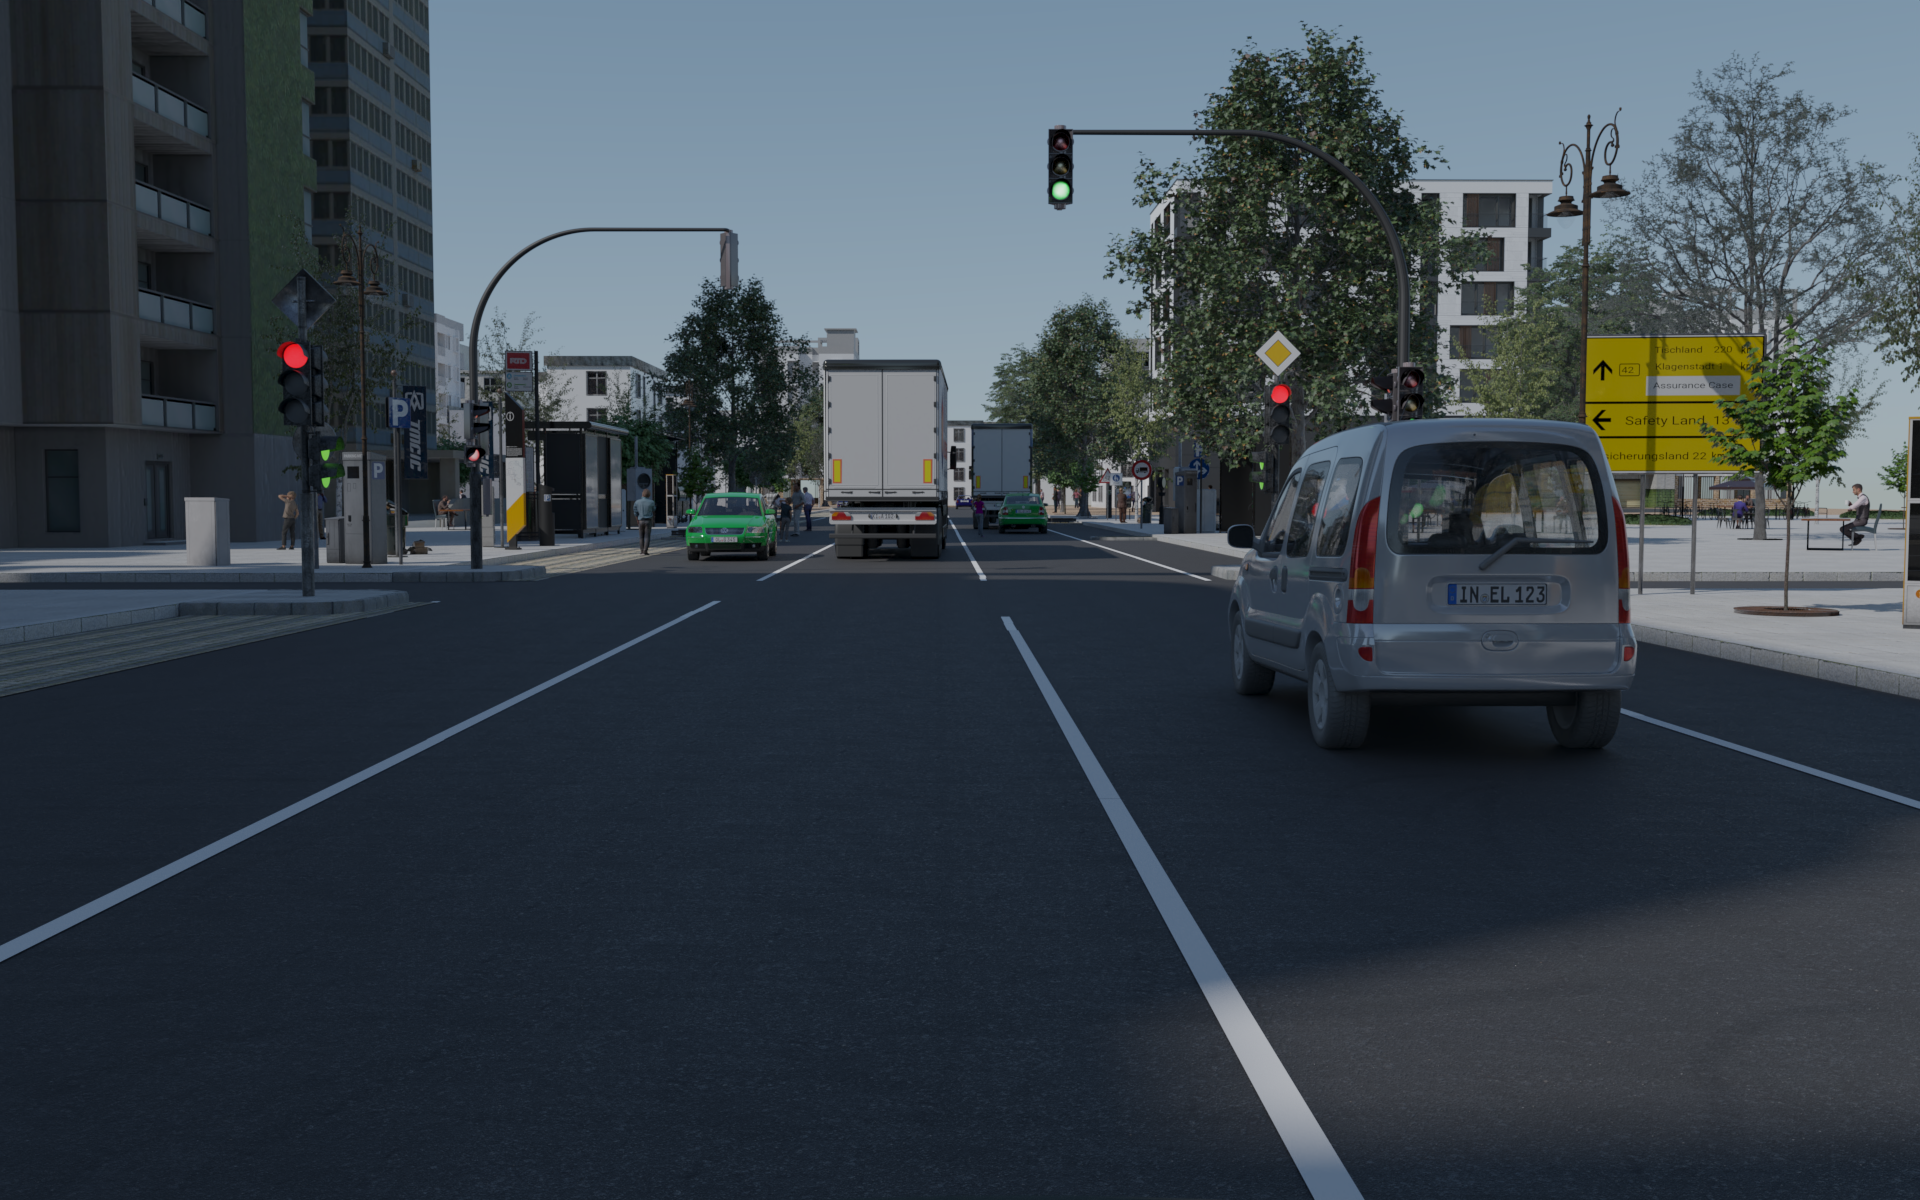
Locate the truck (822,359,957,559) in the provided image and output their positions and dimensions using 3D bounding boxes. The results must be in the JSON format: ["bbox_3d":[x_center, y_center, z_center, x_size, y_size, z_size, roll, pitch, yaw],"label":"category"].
[{"bbox_3d":[-1.558,-3.225,41.650,2.839,4.237,11.283,0,4,1],"label":"truck"}]

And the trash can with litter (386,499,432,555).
[{"bbox_3d":[-11.789,-1.549,36.715,1.055,1.170,0.624,-3,5,-40],"label":"trash can with litter"}]

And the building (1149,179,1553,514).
[{"bbox_3d":[27.721,-17.431,128.972,27.936,21.610,32.646,0,4,-1],"label":"building"}]

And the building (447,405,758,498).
[{"bbox_3d":[-34.520,-13.863,168.811,28.070,9.664,9.099,0,4,-1],"label":"building"}]

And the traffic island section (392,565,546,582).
[{"bbox_3d":[-8.314,-0.456,29.738,2.009,0.180,2.903,0,4,-1],"label":"traffic island section"}]

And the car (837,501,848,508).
[{"bbox_3d":[-9.994,-8.622,153.556,1.945,1.354,3.894,0,4,-1],"label":"car"}]

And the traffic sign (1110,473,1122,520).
[{"bbox_3d":[7.574,-5.010,84.042,0.606,2.300,0.079,0,4,2],"label":"traffic sign"}]

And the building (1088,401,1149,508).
[{"bbox_3d":[17.791,-13.315,159.843,9.099,9.664,28.070,0,4,-1],"label":"building"}]

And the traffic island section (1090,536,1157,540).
[{"bbox_3d":[5.118,-1.940,54.591,1.991,0.108,1.994,0,4,-1],"label":"traffic island section"}]

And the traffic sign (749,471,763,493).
[{"bbox_3d":[-11.226,-5.828,95.394,0.768,2.556,0.104,0,4,5],"label":"traffic sign"}]

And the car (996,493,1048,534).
[{"bbox_3d":[2.313,-3.385,64.144,1.959,1.807,4.718,0,4,1],"label":"car"}]

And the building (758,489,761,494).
[{"bbox_3d":[-37.278,-15.848,201.270,28.070,9.664,9.099,0,4,-1],"label":"building"}]

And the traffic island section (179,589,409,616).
[{"bbox_3d":[-8.200,0.032,21.754,2.009,0.180,2.903,0,4,-1],"label":"traffic island section"}]

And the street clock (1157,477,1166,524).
[{"bbox_3d":[8.528,-4.197,73.186,0.358,2.002,0.471,2,4,29],"label":"street clock"}]

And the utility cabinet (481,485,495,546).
[{"bbox_3d":[-11.543,-2.061,42.377,0.318,1.500,1.173,-1,4,-13],"label":"utility cabinet"}]

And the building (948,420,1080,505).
[{"bbox_3d":[2.508,-15.870,201.618,28.070,9.664,9.099,0,4,-1],"label":"building"}]

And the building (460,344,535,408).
[{"bbox_3d":[-67.102,-20.644,203.985,31.486,18.905,16.747,0,4,-1],"label":"building"}]

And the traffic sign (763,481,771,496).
[{"bbox_3d":[-11.472,-6.174,100.944,0.884,2.594,0.081,0,4,2],"label":"traffic sign"}]

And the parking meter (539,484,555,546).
[{"bbox_3d":[-10.200,-2.100,42.747,0.372,1.533,0.369,0,3,0],"label":"parking meter"}]

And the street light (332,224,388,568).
[{"bbox_3d":[-10.313,-3.496,29.943,0.468,5.910,1.993,0,4,-1],"label":"street light"}]

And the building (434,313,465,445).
[{"bbox_3d":[-54.189,-18.840,164.451,11.380,20.091,16.016,0,4,-1],"label":"building"}]

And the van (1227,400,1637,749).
[{"bbox_3d":[2.818,-0.251,11.119,2.013,2.044,4.112,0,4,-1],"label":"van"}]

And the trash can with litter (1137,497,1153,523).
[{"bbox_3d":[8.010,-3.935,75.730,0.624,1.170,1.055,-1,4,-17],"label":"trash can with litter"}]

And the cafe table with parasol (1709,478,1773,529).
[{"bbox_3d":[28.708,-3.584,63.467,2.610,1.966,2.610,0,4,7],"label":"cafe table with parasol"}]

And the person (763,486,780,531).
[{"bbox_3d":[-7.375,-3.588,67.881,0.841,1.734,0.376,2,4,32],"label":"person"}]

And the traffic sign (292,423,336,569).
[{"bbox_3d":[-11.034,-1.806,29.627,0.768,2.556,0.104,0,4,1],"label":"traffic sign"}]

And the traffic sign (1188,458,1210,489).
[{"bbox_3d":[8.467,-3.756,61.510,0.768,2.556,0.104,0,4,2],"label":"traffic sign"}]

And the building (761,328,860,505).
[{"bbox_3d":[-17.566,-21.252,203.890,11.380,20.091,16.016,0,4,-1],"label":"building"}]

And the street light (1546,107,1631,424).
[{"bbox_3d":[7.656,-2.965,21.260,0.468,5.910,1.993,0,4,-1],"label":"street light"}]

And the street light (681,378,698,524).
[{"bbox_3d":[-10.800,-5.902,69.282,0.468,5.910,1.993,0,4,-1],"label":"street light"}]

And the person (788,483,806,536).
[{"bbox_3d":[-5.585,-3.055,58.597,0.875,1.805,0.789,3,5,44],"label":"person"}]

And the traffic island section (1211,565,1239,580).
[{"bbox_3d":[5.466,-0.468,29.929,2.009,0.180,2.903,0,4,-1],"label":"traffic island section"}]

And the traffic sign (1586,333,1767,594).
[{"bbox_3d":[9.046,-1.725,22.070,2.265,3.308,0.079,0,4,6],"label":"traffic sign"}]

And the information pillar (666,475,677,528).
[{"bbox_3d":[-10.847,-3.711,65.172,0.304,2.012,0.304,1,4,17],"label":"information pillar"}]

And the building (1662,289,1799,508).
[{"bbox_3d":[70.854,-18.941,166.107,11.380,20.091,16.016,0,4,-1],"label":"building"}]

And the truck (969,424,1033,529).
[{"bbox_3d":[1.744,-5.231,74.446,2.839,4.237,11.283,0,4,1],"label":"truck"}]

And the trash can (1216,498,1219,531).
[{"bbox_3d":[9.131,-3.003,60.749,0.748,1.137,0.748,0,3,0],"label":"trash can"}]

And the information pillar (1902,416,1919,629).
[{"bbox_3d":[9.178,-0.734,16.491,0.304,2.012,0.304,2,4,31],"label":"information pillar"}]

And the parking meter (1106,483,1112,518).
[{"bbox_3d":[7.942,-5.295,92.291,0.255,1.863,0.399,-1,4,-8],"label":"parking meter"}]

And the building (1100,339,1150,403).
[{"bbox_3d":[33.133,-20.737,205.515,31.486,18.905,16.747,0,4,-1],"label":"building"}]

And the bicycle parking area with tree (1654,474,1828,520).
[{"bbox_3d":[39.497,-6.170,87.881,8.231,4.147,9.016,2,4,27],"label":"bicycle parking area with tree"}]

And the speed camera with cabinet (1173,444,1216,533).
[{"bbox_3d":[7.925,-3.924,58.501,0.660,3.252,2.038,-1,4,-21],"label":"speed camera with cabinet"}]

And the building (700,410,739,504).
[{"bbox_3d":[-25.287,-12.578,147.793,9.099,9.664,28.070,0,4,-1],"label":"building"}]

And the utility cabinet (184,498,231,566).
[{"bbox_3d":[-13.563,-1.228,31.244,1.020,1.237,0.306,3,4,37],"label":"utility cabinet"}]

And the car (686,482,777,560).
[{"bbox_3d":[-5.083,-1.836,38.818,1.959,1.807,4.718,0,4,-3],"label":"car"}]

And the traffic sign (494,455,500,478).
[{"bbox_3d":[-12.181,-2.619,44.952,0.606,2.300,0.079,0,4,1],"label":"traffic sign"}]

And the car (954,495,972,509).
[{"bbox_3d":[0.429,-9.261,164.000,1.945,1.354,3.894,0,4,0],"label":"car"}]

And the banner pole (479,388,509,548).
[{"bbox_3d":[-11.116,-3.122,41.057,0.863,3.779,0.401,-1,4,-16],"label":"banner pole"}]

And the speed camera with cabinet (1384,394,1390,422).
[{"bbox_3d":[8.051,-2.478,34.846,0.660,3.252,2.038,-1,4,-16],"label":"speed camera with cabinet"}]

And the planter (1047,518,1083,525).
[{"bbox_3d":[4.725,-3.700,81.632,1.991,0.319,1.994,0,4,-1],"label":"planter"}]

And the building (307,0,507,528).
[{"bbox_3d":[-36.036,-23.252,72.055,32.217,40.220,23.993,0,4,-1],"label":"building"}]

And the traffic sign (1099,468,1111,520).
[{"bbox_3d":[7.244,-5.200,85.021,0.884,2.594,0.081,0,4,0],"label":"traffic sign"}]

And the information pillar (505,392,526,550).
[{"bbox_3d":[-10.203,-2.958,39.719,0.504,3.616,0.183,1,4,22],"label":"information pillar"}]

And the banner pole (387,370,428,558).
[{"bbox_3d":[-11.210,-2.761,35.153,0.863,3.779,0.401,-2,4,-29],"label":"banner pole"}]

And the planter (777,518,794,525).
[{"bbox_3d":[-8.733,-3.709,81.789,1.991,0.319,1.994,0,4,-1],"label":"planter"}]

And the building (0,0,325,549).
[{"bbox_3d":[-25.674,-21.978,42.943,14.154,41.232,14.086,0,4,-1],"label":"building"}]

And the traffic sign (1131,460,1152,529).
[{"bbox_3d":[6.717,-3.912,64.068,0.768,2.556,0.104,0,4,5],"label":"traffic sign"}]

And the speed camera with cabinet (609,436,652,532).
[{"bbox_3d":[-11.468,-3.947,58.868,2.038,3.252,0.660,-3,5,-45],"label":"speed camera with cabinet"}]

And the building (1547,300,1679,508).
[{"bbox_3d":[49.422,-18.314,165.895,31.486,18.905,16.747,0,4,-1],"label":"building"}]

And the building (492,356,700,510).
[{"bbox_3d":[-24.620,-10.828,119.191,9.099,9.664,28.070,0,4,-1],"label":"building"}]
